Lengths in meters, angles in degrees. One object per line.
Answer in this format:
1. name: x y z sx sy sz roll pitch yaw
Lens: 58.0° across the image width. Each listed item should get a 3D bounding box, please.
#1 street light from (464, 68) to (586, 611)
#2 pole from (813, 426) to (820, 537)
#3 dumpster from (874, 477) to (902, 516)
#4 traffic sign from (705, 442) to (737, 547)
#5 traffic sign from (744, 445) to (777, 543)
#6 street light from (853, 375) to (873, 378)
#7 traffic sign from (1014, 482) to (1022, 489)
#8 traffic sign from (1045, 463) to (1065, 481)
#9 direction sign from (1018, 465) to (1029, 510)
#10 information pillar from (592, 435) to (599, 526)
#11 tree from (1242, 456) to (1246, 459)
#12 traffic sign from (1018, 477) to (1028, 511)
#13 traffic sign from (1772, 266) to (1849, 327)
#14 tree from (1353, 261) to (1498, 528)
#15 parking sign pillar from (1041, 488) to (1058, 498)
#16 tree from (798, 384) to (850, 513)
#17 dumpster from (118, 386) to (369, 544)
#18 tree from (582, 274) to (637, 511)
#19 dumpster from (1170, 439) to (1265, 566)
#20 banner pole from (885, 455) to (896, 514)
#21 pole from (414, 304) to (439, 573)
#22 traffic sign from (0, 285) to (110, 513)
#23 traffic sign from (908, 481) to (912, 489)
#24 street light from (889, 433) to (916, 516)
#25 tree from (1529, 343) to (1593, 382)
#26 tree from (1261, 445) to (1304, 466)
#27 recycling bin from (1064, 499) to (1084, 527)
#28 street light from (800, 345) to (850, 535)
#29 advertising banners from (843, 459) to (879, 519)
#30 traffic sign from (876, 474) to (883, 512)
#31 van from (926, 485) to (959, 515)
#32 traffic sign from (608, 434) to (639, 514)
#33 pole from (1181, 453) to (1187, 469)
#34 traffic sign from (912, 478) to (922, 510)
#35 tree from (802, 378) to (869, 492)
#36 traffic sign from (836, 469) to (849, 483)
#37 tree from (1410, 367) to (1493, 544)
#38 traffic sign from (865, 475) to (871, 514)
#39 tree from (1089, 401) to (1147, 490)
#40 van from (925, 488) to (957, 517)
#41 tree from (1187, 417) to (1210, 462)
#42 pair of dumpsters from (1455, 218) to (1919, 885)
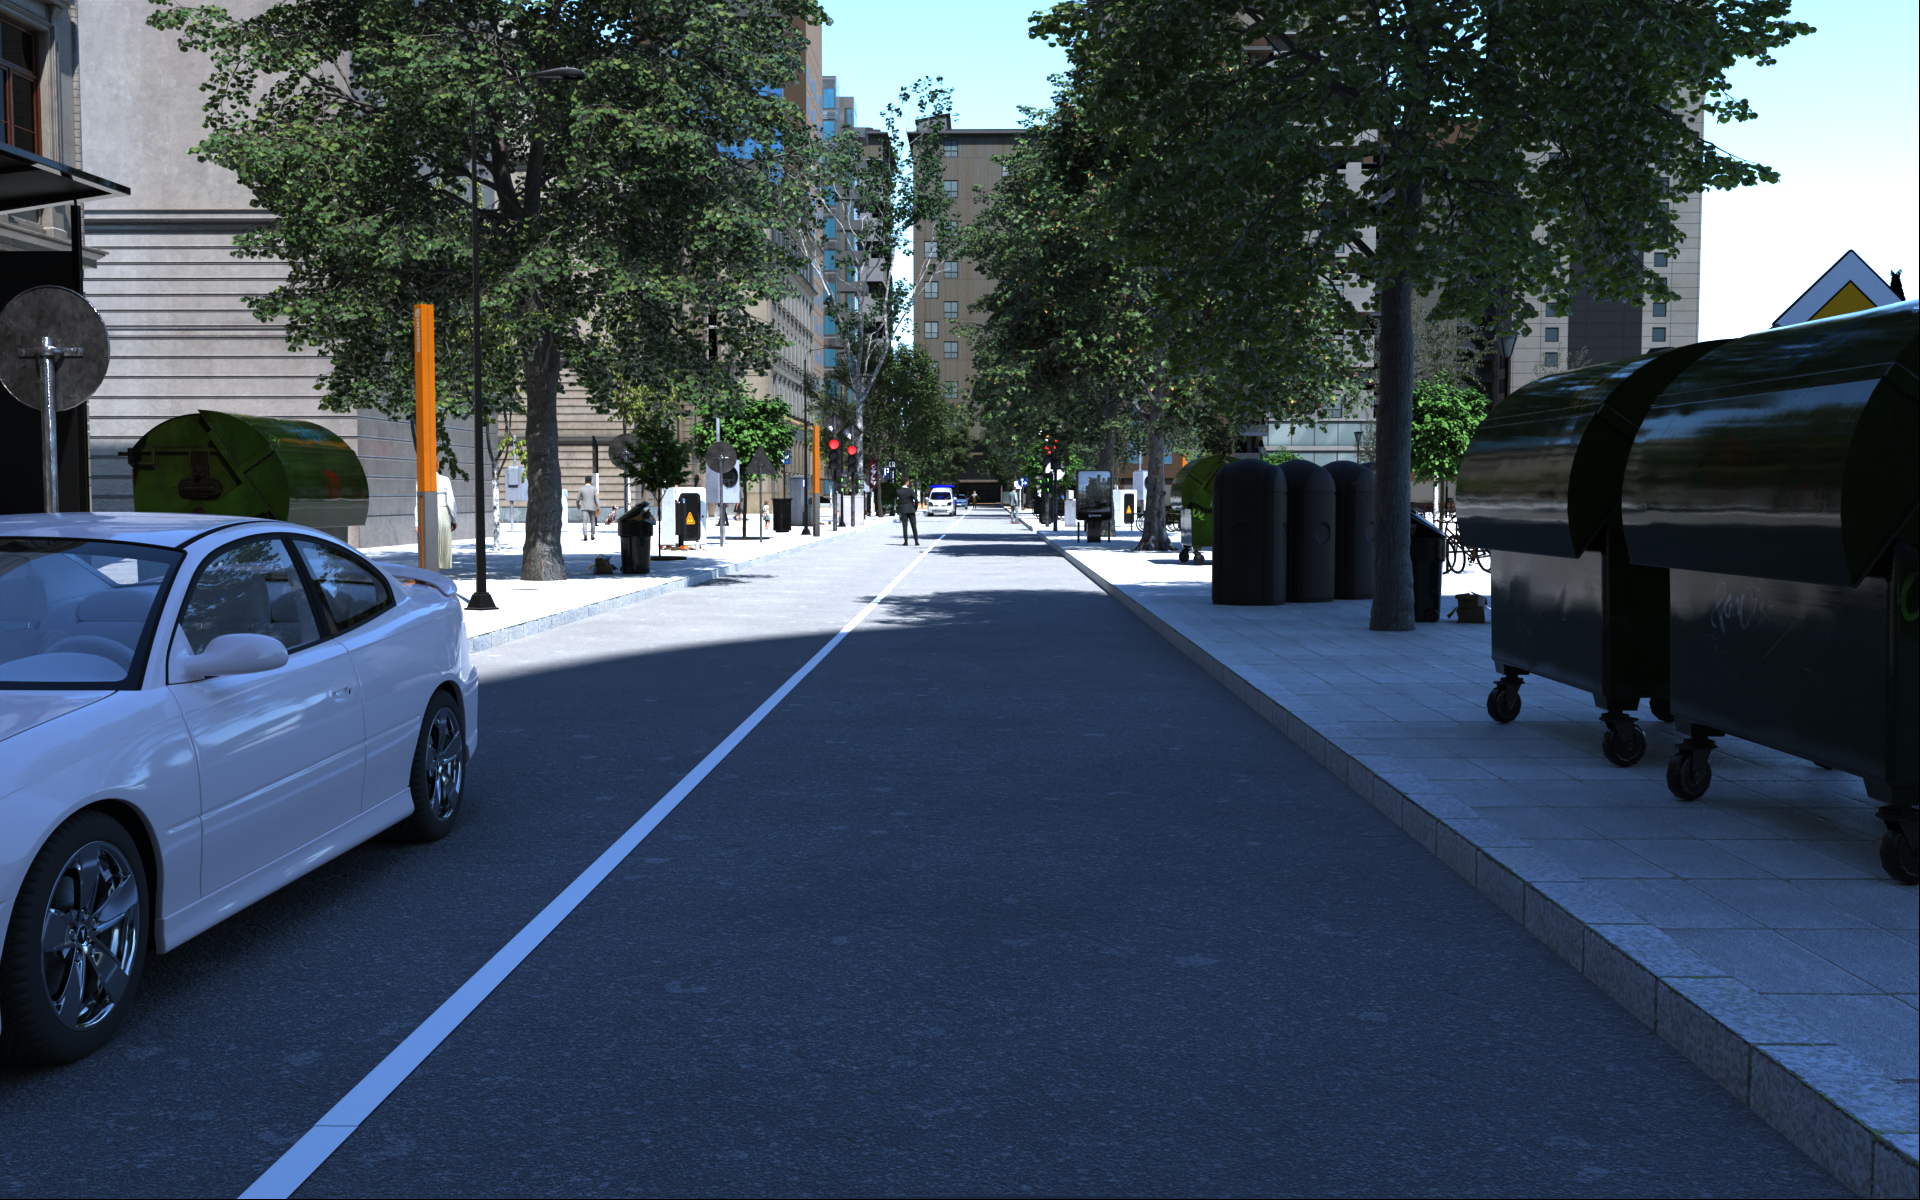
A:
1. street light: -4.771 -2.844 19.037 1.470 5.913 1.316 0 4 1
2. pole: -4.317 -3.556 51.989 0.158 3.312 0.155 0 3 0
3. dumpster: -4.336 -6.020 100.919 1.502 2.255 1.985 0 4 1
4. traffic sign: -5.796 -2.564 42.030 0.768 2.556 0.104 0 4 2
5. traffic sign: -5.253 -2.792 45.658 0.884 2.594 0.081 0 4 7
6. street light: -4.073 -5.810 67.534 1.470 5.913 1.316 0 4 1
7. traffic sign: 4.665 -8.385 139.227 0.606 2.300 0.079 1 4 8
8. traffic sign: 3.666 -4.090 66.971 0.768 2.556 0.104 0 4 2
9. direction sign: 5.001 -8.871 137.032 0.876 3.537 0.379 1 4 12
10. information pillar: -14.515 -4.747 68.974 0.183 3.616 0.504 -2 4 -30
11. tree: 14.564 -5.765 88.861 1.663 3.219 1.824 0 3 0
12. traffic sign: 4.704 -7.892 129.135 0.768 2.556 0.104 0 4 2
13. traffic sign: 4.810 -0.590 9.384 0.795 2.593 0.064 0 4 5
14. tree: 14.507 -6.307 53.478 4.360 8.622 3.978 0 3 0
15. parking sign pillar: 5.980 -7.801 116.025 1.447 3.967 1.447 3 5 42
16. tree: -8.613 -10.073 115.060 4.737 8.622 4.395 0 3 0
17. dumpster: -6.371 -0.796 15.508 1.502 2.255 1.985 0 4 1
18. tree: -10.528 -5.400 38.651 4.737 8.622 4.395 0 3 0
19. dumpster: 4.700 -1.787 31.711 1.502 2.255 1.985 0 4 1
20. banner pole: -4.490 -7.392 110.875 0.863 3.779 0.401 1 4 9
21. pole: -5.770 -1.522 18.734 0.158 3.312 0.155 0 3 0
22. traffic sign: -5.567 -0.642 10.607 0.768 2.556 0.104 0 4 6
23. traffic sign: -4.162 -8.330 138.327 0.606 2.300 0.079 0 4 5
24. street light: -3.507 -7.948 102.489 1.470 5.913 1.316 0 4 1
25. tree: 29.520 -8.208 84.571 4.360 8.622 3.978 0 3 0
26. tree: 21.470 -8.054 115.394 4.285 4.588 4.351 0 3 0
27. recycling bin: 4.588 -3.391 68.005 0.722 1.027 0.722 -3 5 -41
28. street light: -4.295 -4.997 54.241 1.470 5.913 1.316 0 4 1
29. advertising banners: -5.057 -5.612 87.949 2.074 3.025 0.090 2 4 24
30. traffic sign: -5.225 -6.689 109.466 0.768 2.556 0.104 1 4 10
31. van: -1.197 -6.925 117.604 2.240 2.365 5.245 0 4 -1
32. traffic sign: -7.063 -2.233 36.621 0.768 2.556 0.104 0 4 6
33. pole: 7.465 -3.907 57.721 0.158 3.312 0.155 0 3 0
34. traffic sign: -3.491 -8.605 140.799 0.768 2.556 0.104 0 4 5
35. tree: -7.892 -9.703 109.000 4.360 8.622 3.978 0 3 0
36. traffic sign: -6.087 -5.453 89.255 0.768 2.556 0.104 0 4 4
37. tree: 12.532 -3.741 44.873 4.285 4.588 4.351 0 3 0
38. traffic sign: -5.799 -6.870 112.423 0.768 2.556 0.104 0 4 2
39. tree: 12.709 -11.442 137.435 4.360 8.622 3.978 0 3 0
40. van: -1.196 -6.373 111.207 2.013 2.044 4.112 0 4 2
41. tree: 18.935 -11.420 137.081 4.737 8.622 4.395 0 3 0
42. pair of dumpsters: 3.561 -0.314 7.629 1.574 2.255 4.437 0 4 1
